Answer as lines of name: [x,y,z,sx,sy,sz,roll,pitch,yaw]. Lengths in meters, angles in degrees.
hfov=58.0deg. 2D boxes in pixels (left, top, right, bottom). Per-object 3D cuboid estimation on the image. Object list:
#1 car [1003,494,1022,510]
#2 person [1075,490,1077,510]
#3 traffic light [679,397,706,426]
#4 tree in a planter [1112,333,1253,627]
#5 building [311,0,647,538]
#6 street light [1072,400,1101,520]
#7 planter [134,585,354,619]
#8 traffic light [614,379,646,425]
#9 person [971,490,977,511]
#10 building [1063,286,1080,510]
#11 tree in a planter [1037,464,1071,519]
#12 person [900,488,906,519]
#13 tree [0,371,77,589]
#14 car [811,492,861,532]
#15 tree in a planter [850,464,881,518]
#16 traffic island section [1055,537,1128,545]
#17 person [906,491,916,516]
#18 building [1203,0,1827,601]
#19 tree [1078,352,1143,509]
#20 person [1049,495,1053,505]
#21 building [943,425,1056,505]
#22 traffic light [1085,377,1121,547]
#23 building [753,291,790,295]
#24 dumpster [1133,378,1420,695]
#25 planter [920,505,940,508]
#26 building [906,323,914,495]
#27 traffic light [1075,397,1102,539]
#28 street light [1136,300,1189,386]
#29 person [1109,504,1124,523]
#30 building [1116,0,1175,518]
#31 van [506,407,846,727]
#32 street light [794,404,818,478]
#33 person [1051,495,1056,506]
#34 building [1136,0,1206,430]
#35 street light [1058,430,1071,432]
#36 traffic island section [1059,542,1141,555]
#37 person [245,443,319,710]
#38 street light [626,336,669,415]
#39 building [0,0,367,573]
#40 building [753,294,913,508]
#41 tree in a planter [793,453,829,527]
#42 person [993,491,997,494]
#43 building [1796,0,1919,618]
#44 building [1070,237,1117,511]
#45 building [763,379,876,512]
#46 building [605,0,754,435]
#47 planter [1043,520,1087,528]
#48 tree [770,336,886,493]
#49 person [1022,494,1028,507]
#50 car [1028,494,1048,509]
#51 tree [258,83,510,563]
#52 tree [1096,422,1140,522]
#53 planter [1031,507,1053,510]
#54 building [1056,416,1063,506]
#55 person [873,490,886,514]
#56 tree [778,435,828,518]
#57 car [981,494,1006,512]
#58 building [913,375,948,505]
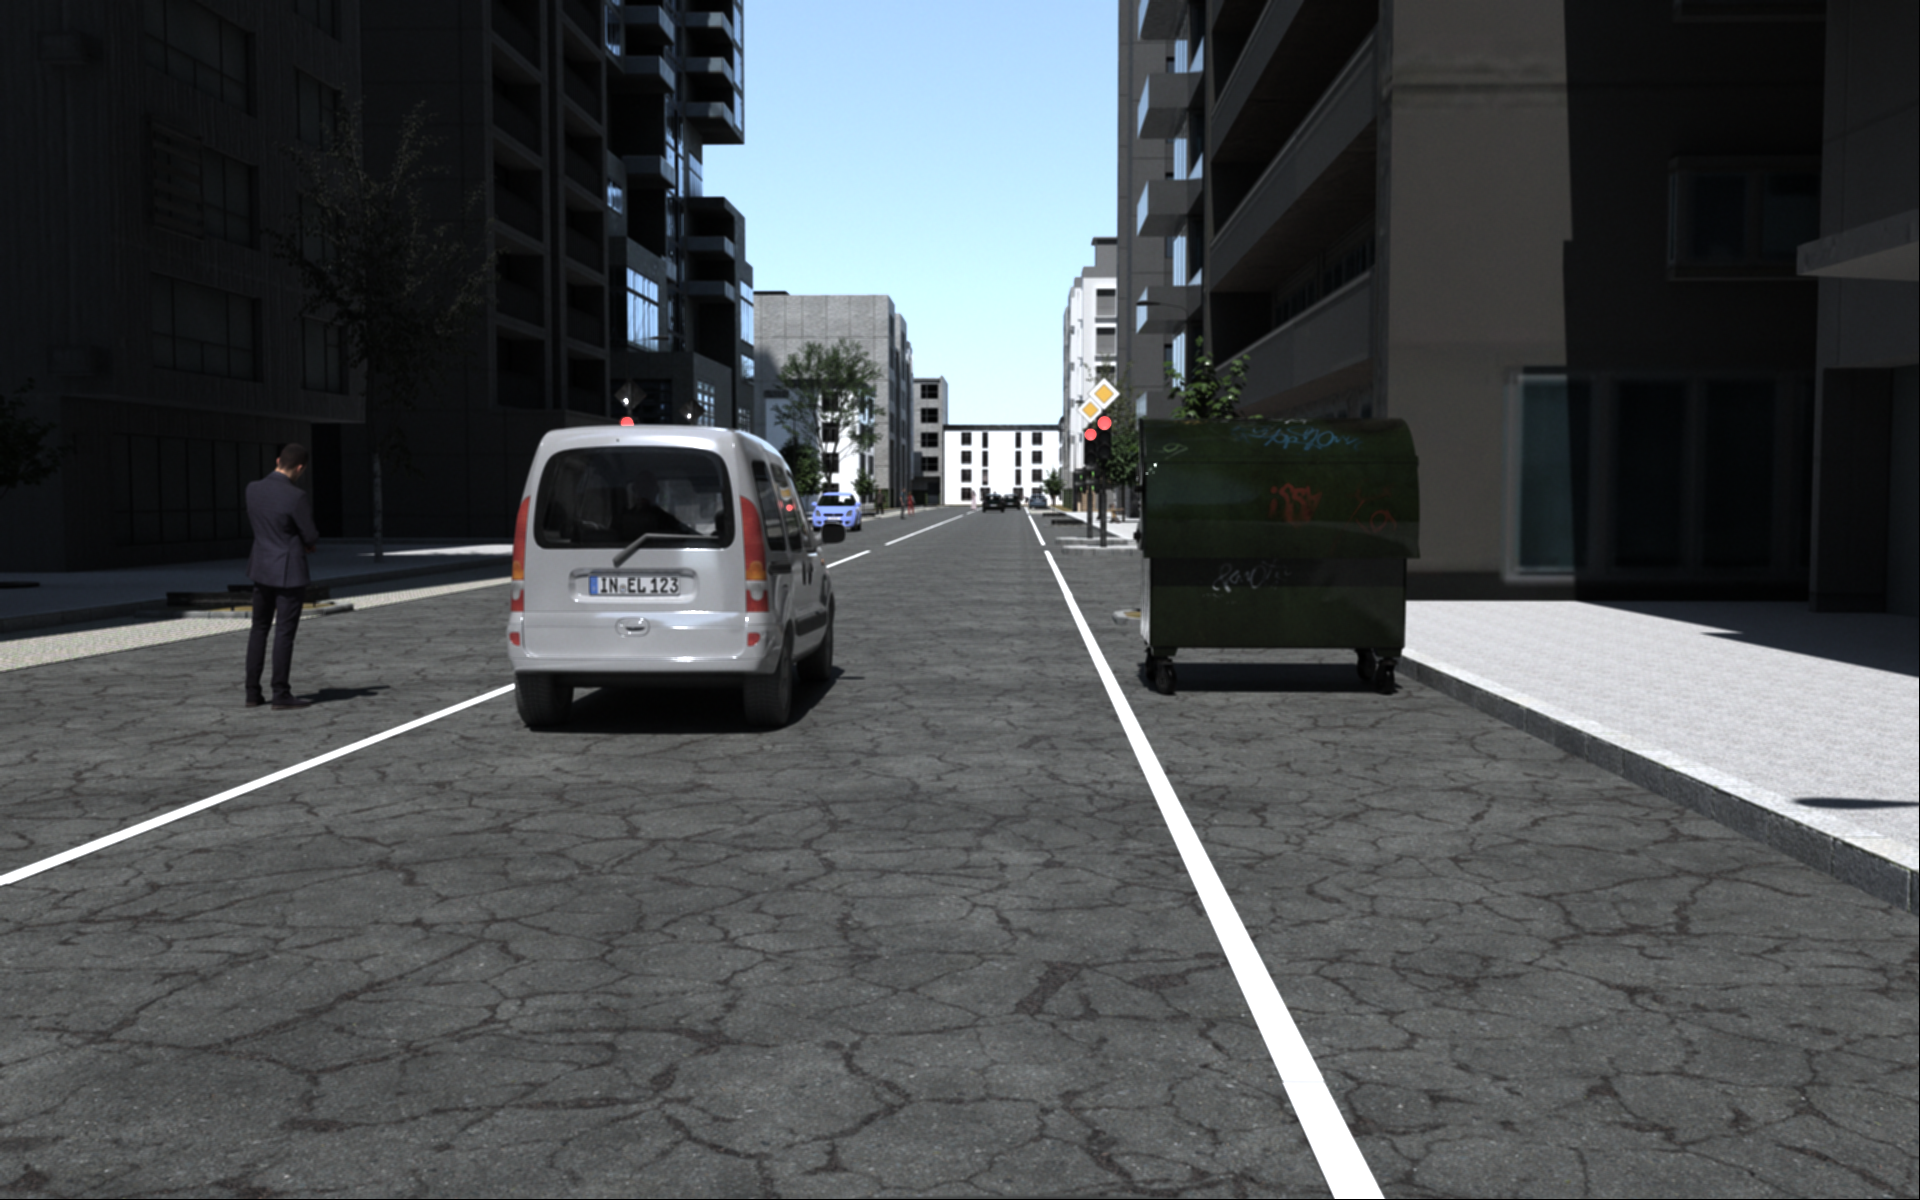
car: [4.710,-9.162,159.586,2.009,1.686,4.222,0,4,4]
person: [9.539,-8.165,140.207,0.621,1.740,0.551,1,4,11]
traffic light: [-7.735,-3.746,50.160,0.839,4.253,0.868,0,4,2]
tree in a planter: [2.722,-1.352,19.324,1.991,3.239,1.994,0,4,2]
building: [-21.222,-37.940,58.564,20.563,71.187,20.611,0,4,2]
street light: [6.405,-6.942,86.041,1.470,5.913,1.316,0,4,2]
planter: [-8.445,0.022,20.786,1.991,0.319,1.994,0,4,2]
traffic light: [-8.006,-3.257,42.180,0.839,4.253,0.868,0,4,2]
person: [1.146,-8.512,148.345,0.621,1.740,0.551,-1,4,-19]
building: [18.050,-17.699,155.841,16.747,18.905,31.486,0,4,2]
tree in a planter: [5.552,-6.436,102.449,1.991,3.239,1.994,0,4,2]
person: [-3.254,-5.562,99.559,0.434,1.807,0.598,1,4,20]
tree: [-13.225,-1.777,23.650,1.663,3.219,1.824,0,3,0]
car: [-4.774,-3.531,67.324,1.945,1.707,3.694,0,4,1]
tree in a planter: [-5.693,-6.409,102.003,1.991,3.239,1.994,0,4,2]
traffic island section: [3.760,-1.689,49.902,2.009,0.180,2.903,0,4,2]
person: [-3.225,-6.339,113.845,0.444,1.614,0.593,-3,4,-37]
building: [16.112,-24.818,29.482,21.300,48.544,21.600,0,4,2]
tree: [8.036,-8.497,89.296,4.737,8.622,4.395,0,3,0]
person: [10.504,-11.805,199.495,0.568,1.767,0.683,-1,4,-15]
building: [12.145,-16.589,213.380,28.070,9.664,9.099,0,4,2]
traffic light: [3.450,-3.235,41.809,0.839,4.253,0.868,0,4,2]
building: [-33.299,-21.087,188.750,32.646,21.610,27.936,0,4,2]
dumpster: [2.272,-0.478,12.767,1.985,2.255,1.502,0,4,3]
planter: [-3.071,-9.680,179.414,1.991,0.319,1.994,0,4,2]
building: [-11.099,-20.642,193.912,11.380,20.091,16.016,0,4,2]
traffic light: [3.720,-3.723,49.789,0.839,4.253,0.868,0,4,2]
street light: [4.929,-4.230,41.695,1.470,5.913,1.316,0,4,2]
person: [6.911,-3.816,76.358,0.695,0.859,0.347,2,4,24]
building: [20.070,-34.405,104.523,21.231,58.520,28.212,0,4,2]
van: [-1.849,-0.308,12.048,2.013,2.044,4.112,0,4,1]
street light: [-7.988,-7.138,89.248,1.470,5.913,1.316,0,4,2]
person: [10.543,-11.494,194.065,0.705,1.812,1.348,-1,4,-14]
building: [21.596,-26.981,60.746,30.456,49.044,23.786,0,4,2]
street light: [7.733,-9.314,124.833,1.470,5.913,1.316,0,4,2]
traffic island section: [3.489,-1.201,41.921,2.009,0.180,2.903,0,4,2]
person: [-4.547,-0.167,11.686,0.683,1.767,0.568,1,4,18]
street light: [-9.223,-4.796,50.959,1.470,5.913,1.316,0,4,2]
building: [-20.330,-21.430,33.982,14.086,41.232,14.154,0,4,2]
building: [-14.177,-18.540,169.588,16.747,18.905,31.486,0,4,2]
tree in a planter: [-6.619,-4.747,74.843,1.991,3.239,1.994,0,4,2]
person: [4.015,-11.700,199.824,1.348,1.821,0.705,1,4,13]
building: [19.917,-25.411,4.709,28.713,52.752,27.495,0,4,2]
building: [16.531,-16.908,132.858,16.016,20.091,11.380,0,4,2]
building: [-11.318,-12.103,140.034,9.099,9.664,28.070,0,4,2]
building: [-22.677,-47.660,91.907,22.319,86.520,31.000,0,4,2]
planter: [4.599,-3.280,74.762,1.991,0.319,1.994,0,4,2]
tree: [-8.763,-11.581,115.111,9.928,11.665,9.643,0,3,0]
person: [7.318,-11.250,195.620,0.799,1.438,0.628,-1,4,-13]
car: [7.482,-9.443,166.398,2.014,1.417,4.499,0,4,2]
tree: [-10.628,-5.003,32.164,4.360,8.622,3.978,0,3,0]
tree: [7.493,-5.834,79.104,4.285,4.588,4.351,0,3,0]
planter: [7.232,-8.021,152.278,1.991,0.319,1.994,0,4,2]
building: [15.465,-14.969,186.890,9.099,9.664,28.070,0,4,2]
person: [-5.700,-6.933,122.410,0.990,1.755,0.434,-1,4,-21]
tree: [-8.889,-6.786,94.665,4.285,4.588,4.351,0,3,0]
car: [2.630,-7.769,136.803,2.009,1.686,4.222,0,4,1]
building: [-17.530,-21.417,216.633,31.486,18.905,16.747,0,4,2]
